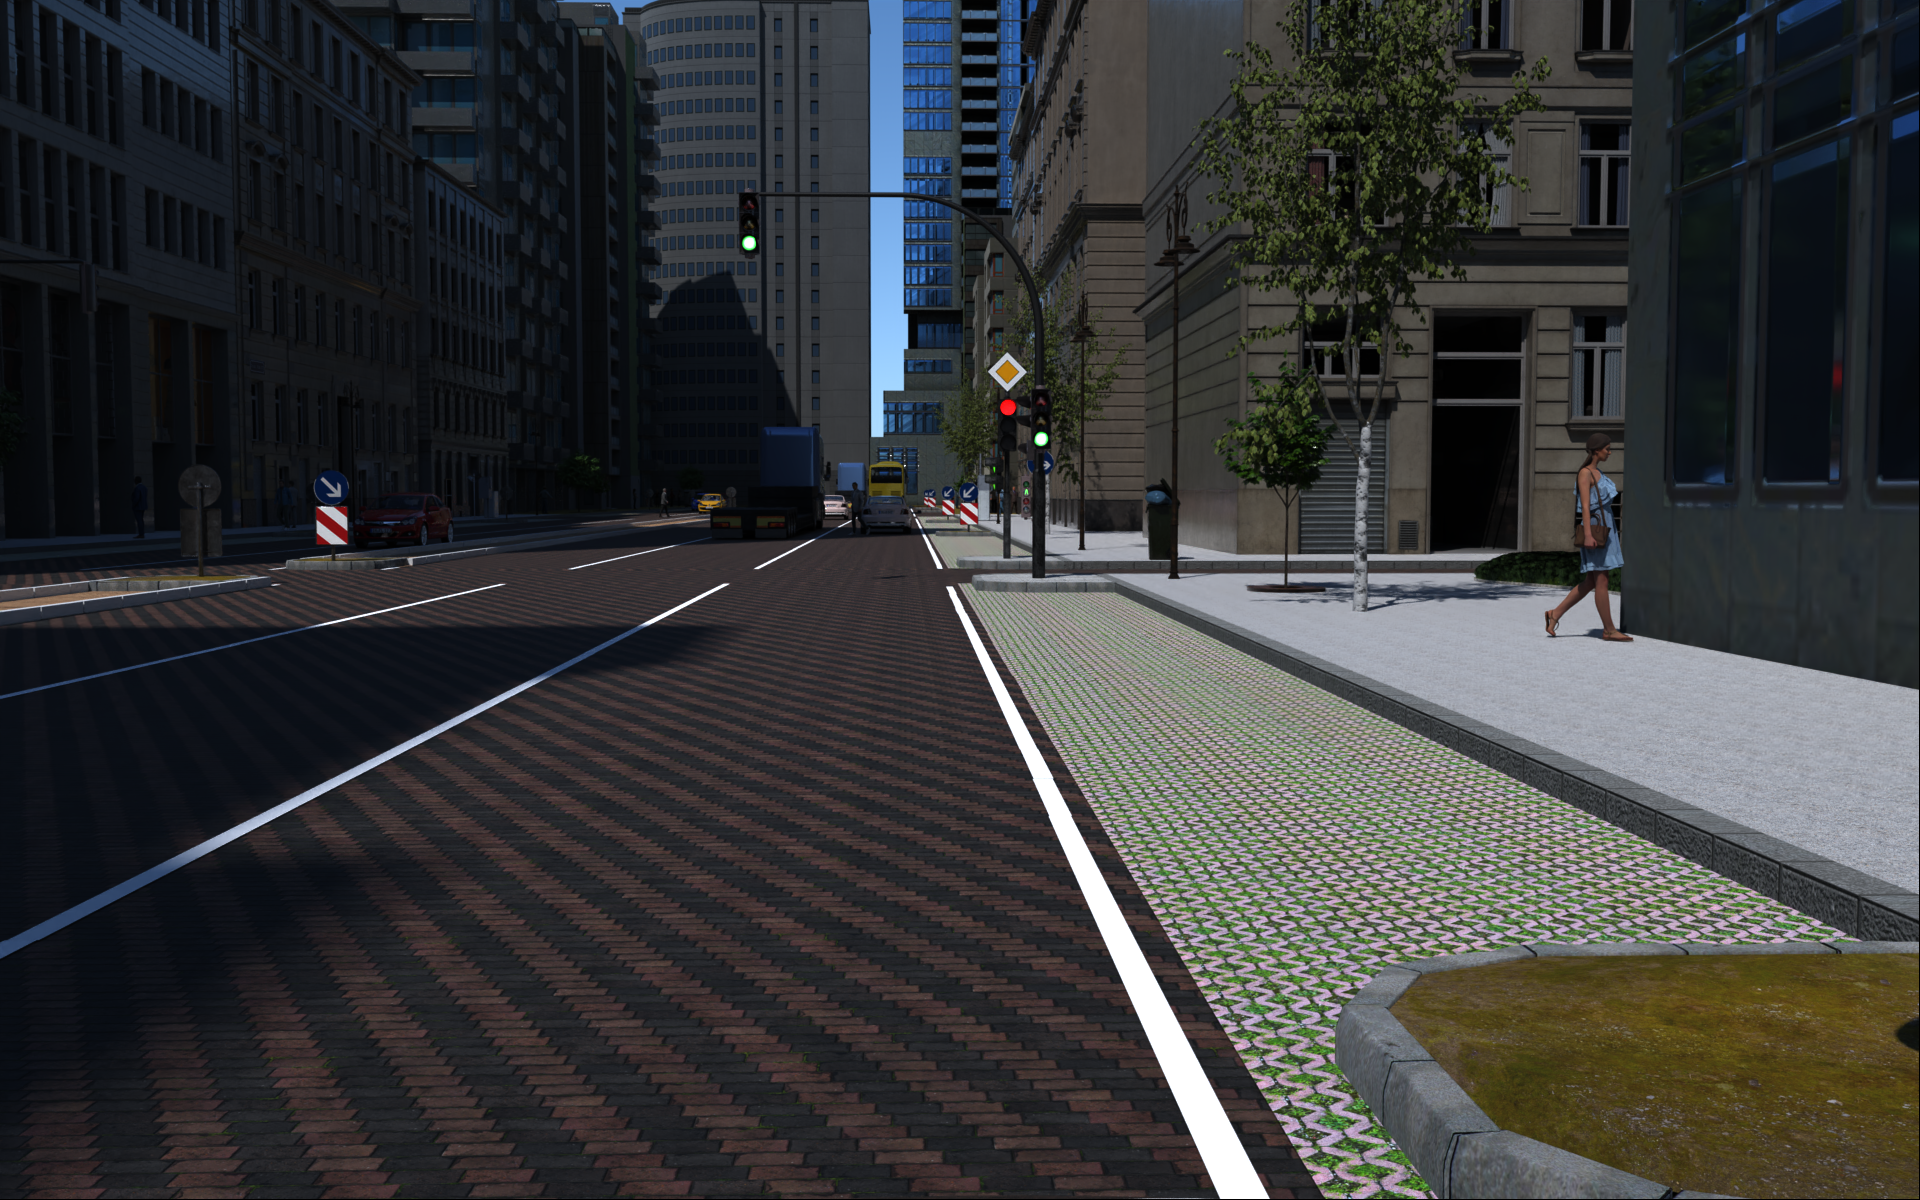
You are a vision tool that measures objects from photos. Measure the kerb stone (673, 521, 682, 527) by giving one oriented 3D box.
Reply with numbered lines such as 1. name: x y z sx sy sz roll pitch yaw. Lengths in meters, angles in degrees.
1. kerb stone: -12.305 -3.231 75.078 0.120 0.150 1.000 0 4 -2

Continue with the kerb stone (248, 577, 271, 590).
1. kerb stone: -10.729 -0.255 26.372 0.120 0.150 1.000 0 4 -2

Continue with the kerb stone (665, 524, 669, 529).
1. kerb stone: -12.173 -2.984 70.988 0.120 0.150 1.000 0 4 -2

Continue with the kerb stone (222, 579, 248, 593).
1. kerb stone: -10.702 -0.193 25.345 0.120 0.150 1.000 0 4 -2

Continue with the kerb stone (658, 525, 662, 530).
1. kerb stone: -12.106 -2.859 68.939 0.120 0.150 1.000 0 4 -2

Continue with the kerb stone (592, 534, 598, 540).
1. kerb stone: -11.642 -1.980 54.571 0.120 0.150 1.000 0 4 -2

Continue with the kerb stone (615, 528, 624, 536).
1. kerb stone: -11.812 -2.295 59.725 0.120 0.150 1.000 0 4 -2

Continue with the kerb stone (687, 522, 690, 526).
1. kerb stone: -12.404 -3.422 78.145 0.120 0.150 1.000 0 4 -2

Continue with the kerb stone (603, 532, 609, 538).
1. kerb stone: -11.704 -2.102 56.648 0.120 0.150 1.000 0 4 -2

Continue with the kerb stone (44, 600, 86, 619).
1. kerb stone: -10.537 0.123 20.228 0.120 0.150 1.000 0 4 -2

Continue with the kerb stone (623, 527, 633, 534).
1. kerb stone: -11.876 -2.415 61.768 0.120 0.150 1.000 0 4 -2

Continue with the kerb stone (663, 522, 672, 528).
1. kerb stone: -12.208 -3.047 72.013 0.120 0.150 1.000 0 4 -2

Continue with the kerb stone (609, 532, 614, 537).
1. kerb stone: -11.746 -2.170 57.676 0.120 0.150 1.000 0 4 -2

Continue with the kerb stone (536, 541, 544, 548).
1. kerb stone: -11.380 -1.479 46.379 0.120 0.150 1.000 0 4 -2

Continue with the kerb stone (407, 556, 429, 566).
1. kerb stone: -11.016 -0.787 35.113 0.120 0.150 1.000 0 4 -2

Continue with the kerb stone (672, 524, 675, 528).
1. kerb stone: -12.240 -3.109 73.034 0.120 0.150 1.000 0 4 -2

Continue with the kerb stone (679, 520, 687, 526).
1. kerb stone: -12.377 -3.355 77.122 0.120 0.150 1.000 0 4 -2

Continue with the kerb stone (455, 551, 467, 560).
1. kerb stone: -11.114 -0.978 38.187 0.120 0.150 1.000 0 4 -2

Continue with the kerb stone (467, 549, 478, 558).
1. kerb stone: -11.143 -1.041 39.209 0.120 0.150 1.000 0 4 -2

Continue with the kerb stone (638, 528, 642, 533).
1. kerb stone: -11.942 -2.539 63.823 0.120 0.150 1.000 0 4 -2

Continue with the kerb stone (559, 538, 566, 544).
1. kerb stone: -11.473 -1.663 49.445 0.120 0.150 1.000 0 4 -2

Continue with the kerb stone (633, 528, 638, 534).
1. kerb stone: -11.909 -2.483 62.797 0.120 0.150 1.000 0 4 -2

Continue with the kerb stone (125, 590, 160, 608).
1. kerb stone: -10.596 -0.005 22.271 0.120 0.150 1.000 0 4 -2

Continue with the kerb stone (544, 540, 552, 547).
1. kerb stone: -11.407 -1.542 47.401 0.120 0.150 1.000 0 4 -2

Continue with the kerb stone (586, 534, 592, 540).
1. kerb stone: -11.605 -1.916 53.532 0.120 0.150 1.000 0 4 -2

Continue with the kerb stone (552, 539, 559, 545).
1. kerb stone: -11.441 -1.604 48.423 0.120 0.150 1.000 0 4 -2

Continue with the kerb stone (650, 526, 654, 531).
1. kerb stone: -12.038 -2.733 66.893 0.120 0.150 1.000 0 4 -2

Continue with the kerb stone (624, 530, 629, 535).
1. kerb stone: -11.836 -2.355 60.747 0.120 0.150 1.000 0 4 -2

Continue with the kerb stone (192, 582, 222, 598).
1. kerb stone: -10.661 -0.130 24.316 0.120 0.150 1.000 0 4 -2

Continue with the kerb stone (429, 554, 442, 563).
1. kerb stone: -11.051 -0.851 36.139 0.120 0.150 1.000 0 4 -2

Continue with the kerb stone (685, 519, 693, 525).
1. kerb stone: -12.444 -3.485 79.171 0.120 0.150 1.000 0 4 -2

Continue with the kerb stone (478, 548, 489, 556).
1. kerb stone: -11.183 -1.103 40.231 0.120 0.150 1.000 0 4 -2

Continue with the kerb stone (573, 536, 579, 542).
1. kerb stone: -11.544 -1.792 51.488 0.120 0.150 1.000 0 4 -2

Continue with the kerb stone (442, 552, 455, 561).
1. kerb stone: -11.079 -0.915 37.163 0.120 0.150 1.000 0 4 -2

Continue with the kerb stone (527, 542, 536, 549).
1. kerb stone: -11.344 -1.417 45.357 0.120 0.150 1.000 0 4 -2

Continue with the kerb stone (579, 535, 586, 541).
1. kerb stone: -11.577 -1.854 52.510 0.120 0.150 1.000 0 4 -2

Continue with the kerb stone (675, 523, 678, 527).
1. kerb stone: -12.274 -3.166 74.057 0.120 0.150 1.000 0 4 -2

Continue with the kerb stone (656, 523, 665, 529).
1. kerb stone: -12.141 -2.917 69.966 0.120 0.150 1.000 0 4 -2

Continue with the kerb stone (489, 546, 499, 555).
1. kerb stone: -11.211 -1.166 41.261 0.120 0.150 1.000 0 4 -2

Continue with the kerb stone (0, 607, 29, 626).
1. kerb stone: -10.497 0.184 19.194 0.120 0.150 1.000 0 4 -2

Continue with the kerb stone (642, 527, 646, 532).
1. kerb stone: -11.978 -2.609 64.848 0.120 0.150 1.000 0 4 -2

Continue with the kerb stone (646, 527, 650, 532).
1. kerb stone: -12.007 -2.669 65.870 0.120 0.150 1.000 0 4 -2

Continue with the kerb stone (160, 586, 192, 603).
1. kerb stone: -10.633 -0.065 23.293 0.120 0.150 1.000 0 4 -2

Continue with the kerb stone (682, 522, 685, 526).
1. kerb stone: -12.338 -3.297 76.100 0.120 0.150 1.000 0 4 -2

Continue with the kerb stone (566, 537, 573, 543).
1. kerb stone: -11.511 -1.729 50.467 0.120 0.150 1.000 0 4 -2

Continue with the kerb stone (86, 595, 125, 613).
1. kerb stone: -10.568 0.058 21.250 0.120 0.150 1.000 0 4 -2

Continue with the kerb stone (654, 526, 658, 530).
1. kerb stone: -12.070 -2.796 67.915 0.120 0.150 1.000 0 4 -2

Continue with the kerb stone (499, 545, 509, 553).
1. kerb stone: -11.243 -1.229 42.283 0.120 0.150 1.000 0 4 -2

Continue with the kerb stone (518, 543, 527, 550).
1. kerb stone: -11.306 -1.349 44.334 0.120 0.150 1.000 0 4 -2

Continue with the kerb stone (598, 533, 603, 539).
1. kerb stone: -11.677 -2.043 55.606 0.120 0.150 1.000 0 4 -2

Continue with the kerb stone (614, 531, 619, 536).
1. kerb stone: -11.773 -2.233 58.697 0.120 0.150 1.000 0 4 -2

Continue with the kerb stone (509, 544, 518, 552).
1. kerb stone: -11.282 -1.288 43.312 0.120 0.150 1.000 0 4 -2
